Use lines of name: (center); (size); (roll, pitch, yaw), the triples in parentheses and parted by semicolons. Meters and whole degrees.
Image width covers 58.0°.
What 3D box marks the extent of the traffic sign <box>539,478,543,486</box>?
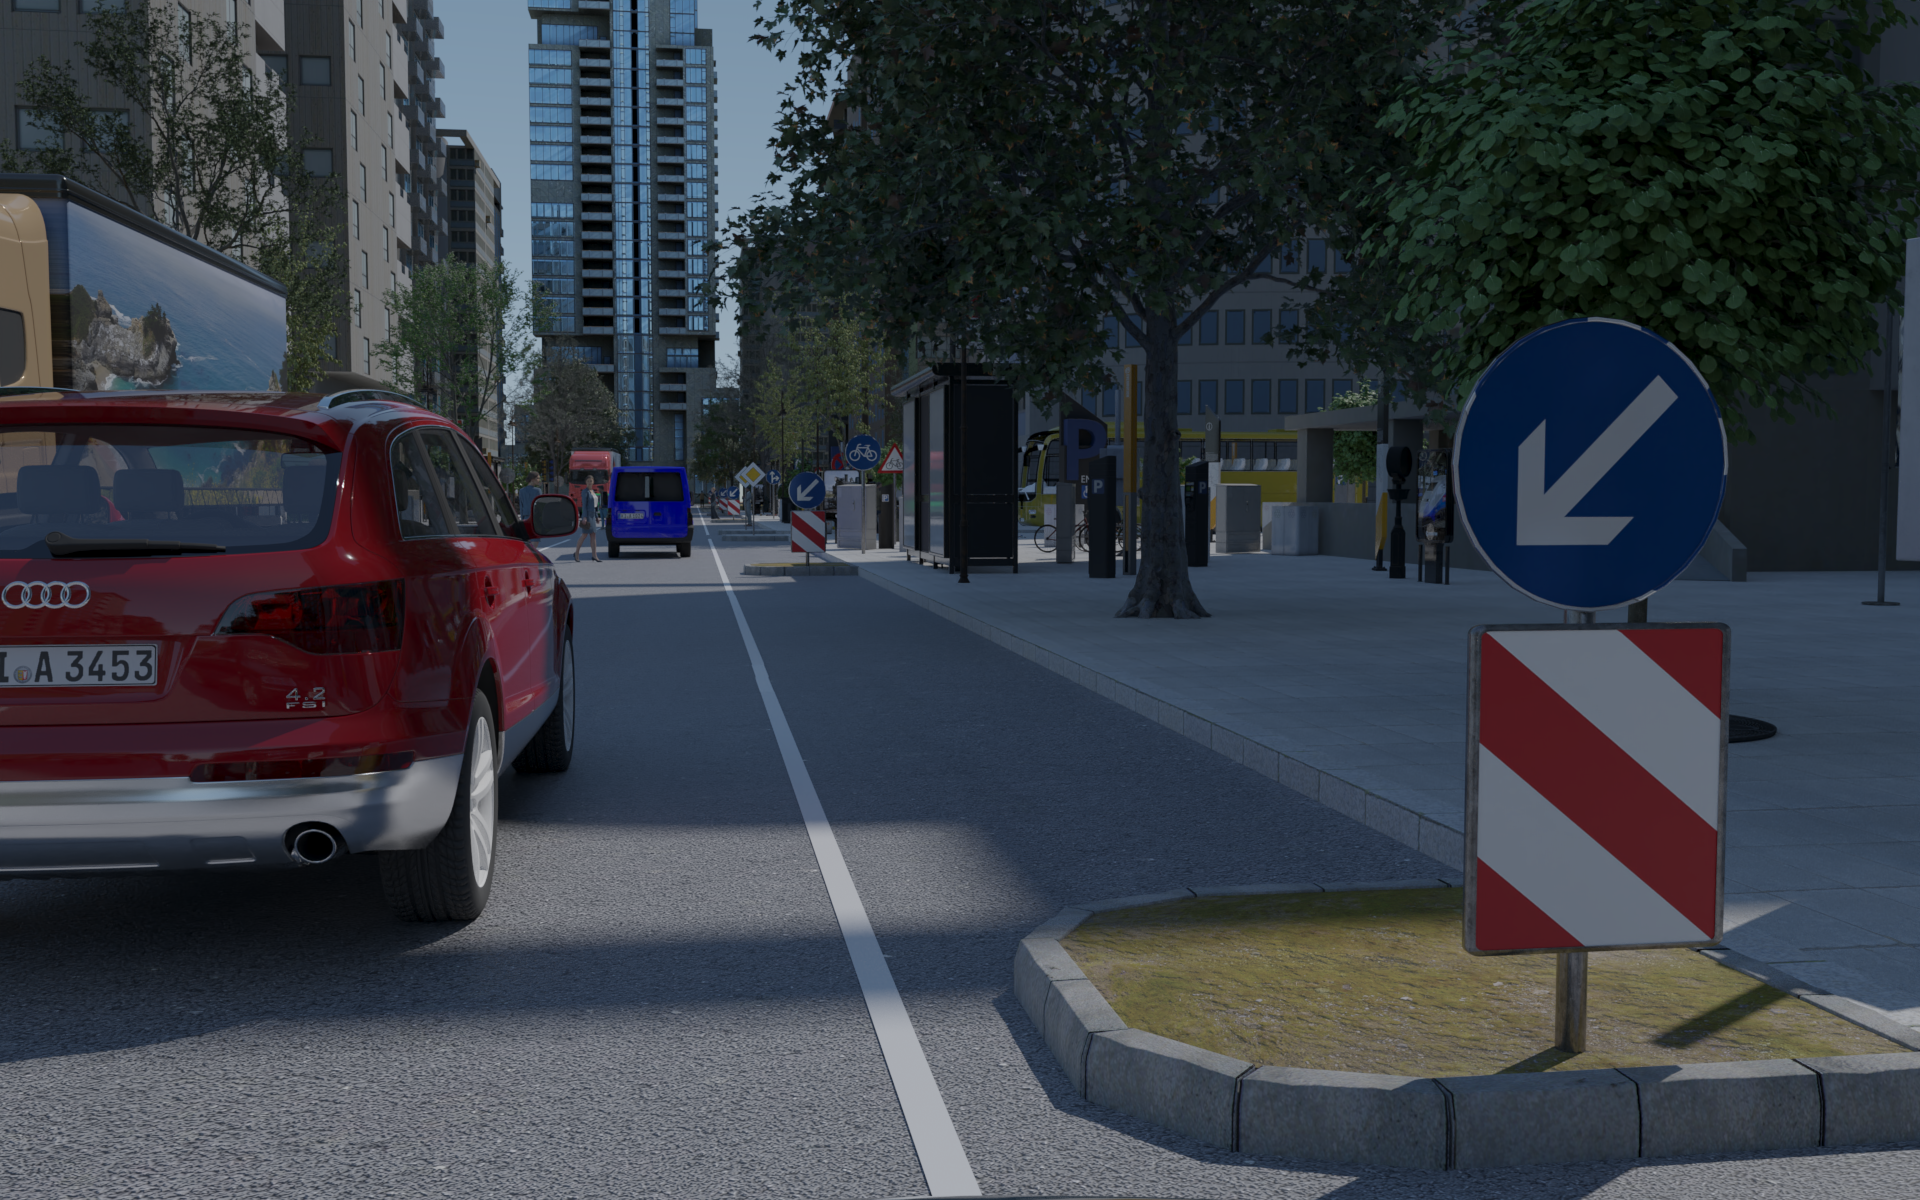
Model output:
traffic sign: (-29.471, -7.377, 120.711); (0.768, 2.556, 0.104); (0, 4, -7)

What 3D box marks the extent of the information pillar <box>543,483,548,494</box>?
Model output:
information pillar: (-27.118, -6.666, 113.474); (0.304, 2.012, 0.304); (-2, 4, -34)

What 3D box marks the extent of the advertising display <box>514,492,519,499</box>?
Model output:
advertising display: (-28.737, -6.596, 113.054); (0.123, 1.923, 0.974); (2, 4, 28)

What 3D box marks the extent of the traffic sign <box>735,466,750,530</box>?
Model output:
traffic sign: (-7.654, -3.560, 61.841); (0.795, 2.450, 0.064); (-1, 4, -9)

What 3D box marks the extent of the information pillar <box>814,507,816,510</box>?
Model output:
information pillar: (-5.332, -3.716, 65.246); (0.304, 2.012, 0.304); (-1, 4, -11)

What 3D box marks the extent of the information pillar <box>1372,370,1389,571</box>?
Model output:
information pillar: (7.018, -2.290, 28.797); (0.183, 3.616, 0.504); (0, 4, 1)

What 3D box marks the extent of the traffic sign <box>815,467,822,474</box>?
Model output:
traffic sign: (-6.341, -4.735, 77.424); (0.884, 2.594, 0.081); (0, 4, -8)

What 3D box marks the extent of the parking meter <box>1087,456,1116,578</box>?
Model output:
parking meter: (2.166, -1.269, 26.463); (0.399, 1.863, 0.255); (3, 4, 38)

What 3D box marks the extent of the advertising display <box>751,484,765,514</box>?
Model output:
advertising display: (-12.944, -6.458, 110.798); (0.974, 1.923, 0.123); (2, 4, 27)

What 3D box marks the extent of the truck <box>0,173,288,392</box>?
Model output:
truck: (-9.335, -1.738, 17.328); (2.839, 4.237, 11.283); (0, 4, -8)

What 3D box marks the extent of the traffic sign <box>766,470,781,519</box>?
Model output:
traffic sign: (-9.705, -5.510, 90.198); (0.768, 2.556, 0.104); (0, 4, -2)

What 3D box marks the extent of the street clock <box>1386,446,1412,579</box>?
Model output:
street clock: (6.653, -1.328, 26.281); (0.358, 2.002, 0.471); (3, 4, 38)

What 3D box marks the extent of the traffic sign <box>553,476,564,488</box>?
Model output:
traffic sign: (-27.799, -7.328, 119.926); (0.768, 2.556, 0.104); (0, 4, -2)

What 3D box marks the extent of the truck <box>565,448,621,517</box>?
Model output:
truck: (-22.606, -7.241, 107.307); (2.839, 4.237, 11.283); (0, 4, -8)

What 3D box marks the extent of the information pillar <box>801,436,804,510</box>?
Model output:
information pillar: (-6.135, -4.664, 67.608); (0.183, 3.616, 0.504); (0, 4, -4)

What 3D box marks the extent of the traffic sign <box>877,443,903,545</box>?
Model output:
traffic sign: (-1.651, -2.684, 43.886); (0.884, 2.594, 0.081); (0, 4, -3)

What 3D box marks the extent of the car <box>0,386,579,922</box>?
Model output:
car: (-2.805, 0.089, 7.220); (2.281, 1.827, 5.304); (0, 4, -7)

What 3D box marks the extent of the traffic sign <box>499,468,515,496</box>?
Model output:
traffic sign: (-21.812, -5.098, 83.464); (0.768, 2.556, 0.104); (0, 4, -5)

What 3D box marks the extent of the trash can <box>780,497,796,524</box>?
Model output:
trash can: (-7.458, -3.905, 75.508); (0.748, 1.137, 0.748); (0, 3, 0)

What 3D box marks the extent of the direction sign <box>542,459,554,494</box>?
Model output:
direction sign: (-26.497, -7.302, 111.390); (0.876, 3.537, 0.379); (1, 4, 19)

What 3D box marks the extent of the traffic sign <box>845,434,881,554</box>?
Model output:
traffic sign: (-2.068, -2.260, 37.051); (0.768, 2.556, 0.104); (0, 4, -2)

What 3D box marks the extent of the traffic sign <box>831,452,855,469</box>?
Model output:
traffic sign: (-3.530, -3.214, 52.654); (0.768, 2.556, 0.104); (0, 4, -5)

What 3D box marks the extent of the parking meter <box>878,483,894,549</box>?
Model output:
parking meter: (-1.729, -1.972, 40.655); (0.372, 1.533, 0.369); (0, 3, 0)

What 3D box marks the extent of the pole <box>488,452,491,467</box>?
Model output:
pole: (-22.843, -5.524, 84.156); (0.158, 3.312, 0.155); (0, 3, 0)

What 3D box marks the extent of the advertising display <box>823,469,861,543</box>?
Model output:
advertising display: (-3.065, -2.429, 44.935); (0.974, 1.923, 0.123); (0, 4, 4)

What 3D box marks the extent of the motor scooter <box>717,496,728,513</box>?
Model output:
motor scooter: (-17.652, -7.099, 128.839); (0.815, 1.314, 1.986); (0, 4, -7)

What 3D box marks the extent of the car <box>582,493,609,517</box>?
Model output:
car: (-19.606, -5.247, 94.587); (1.959, 1.807, 4.718); (0, 4, -7)

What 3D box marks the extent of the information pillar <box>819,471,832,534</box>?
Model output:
information pillar: (-4.288, -3.099, 55.154); (0.304, 2.012, 0.304); (3, 5, 44)

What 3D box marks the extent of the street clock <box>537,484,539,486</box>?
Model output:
street clock: (-25.149, -5.988, 102.469); (0.471, 2.002, 0.358); (0, 4, -4)

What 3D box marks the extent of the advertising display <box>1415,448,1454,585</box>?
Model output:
advertising display: (6.808, -1.201, 24.848); (0.123, 1.923, 0.974); (-1, 4, -11)

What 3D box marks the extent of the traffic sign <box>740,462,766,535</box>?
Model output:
traffic sign: (-6.436, -3.077, 53.949); (0.795, 2.450, 0.064); (-1, 4, -9)

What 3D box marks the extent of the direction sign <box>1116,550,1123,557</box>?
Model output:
direction sign: (3.394, -2.663, 35.532); (0.379, 3.537, 0.876); (0, 4, 4)

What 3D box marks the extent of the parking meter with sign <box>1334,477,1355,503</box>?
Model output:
parking meter with sign: (11.370, -3.364, 51.261); (0.543, 3.016, 1.738); (2, 4, 33)

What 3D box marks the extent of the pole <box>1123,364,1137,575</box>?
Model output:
pole: (2.687, -2.049, 27.345); (0.158, 3.312, 0.155); (0, 3, 0)

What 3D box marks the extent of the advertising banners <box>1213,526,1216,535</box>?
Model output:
advertising banners: (7.311, -3.608, 55.183); (2.074, 3.025, 0.090); (2, 4, 24)

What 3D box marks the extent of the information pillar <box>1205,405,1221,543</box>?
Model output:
information pillar: (6.644, -3.319, 45.617); (0.183, 3.616, 0.504); (-3, 5, -40)

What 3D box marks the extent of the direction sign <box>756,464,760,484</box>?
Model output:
direction sign: (-15.241, -8.387, 129.119); (0.876, 3.537, 0.379); (3, 4, 38)

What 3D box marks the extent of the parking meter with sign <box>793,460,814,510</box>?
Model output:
parking meter with sign: (-7.395, -5.441, 85.223); (1.738, 3.016, 0.543); (3, 5, 40)

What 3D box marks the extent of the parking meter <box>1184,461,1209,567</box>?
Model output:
parking meter: (4.168, -1.518, 30.535); (0.399, 1.863, 0.255); (-3, 5, -39)

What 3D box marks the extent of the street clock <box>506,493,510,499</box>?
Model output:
street clock: (-28.517, -6.418, 109.502); (0.358, 2.002, 0.471); (2, 4, 27)

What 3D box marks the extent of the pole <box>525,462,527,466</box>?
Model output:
pole: (-27.975, -7.212, 111.752); (0.158, 3.312, 0.155); (0, 3, 0)
